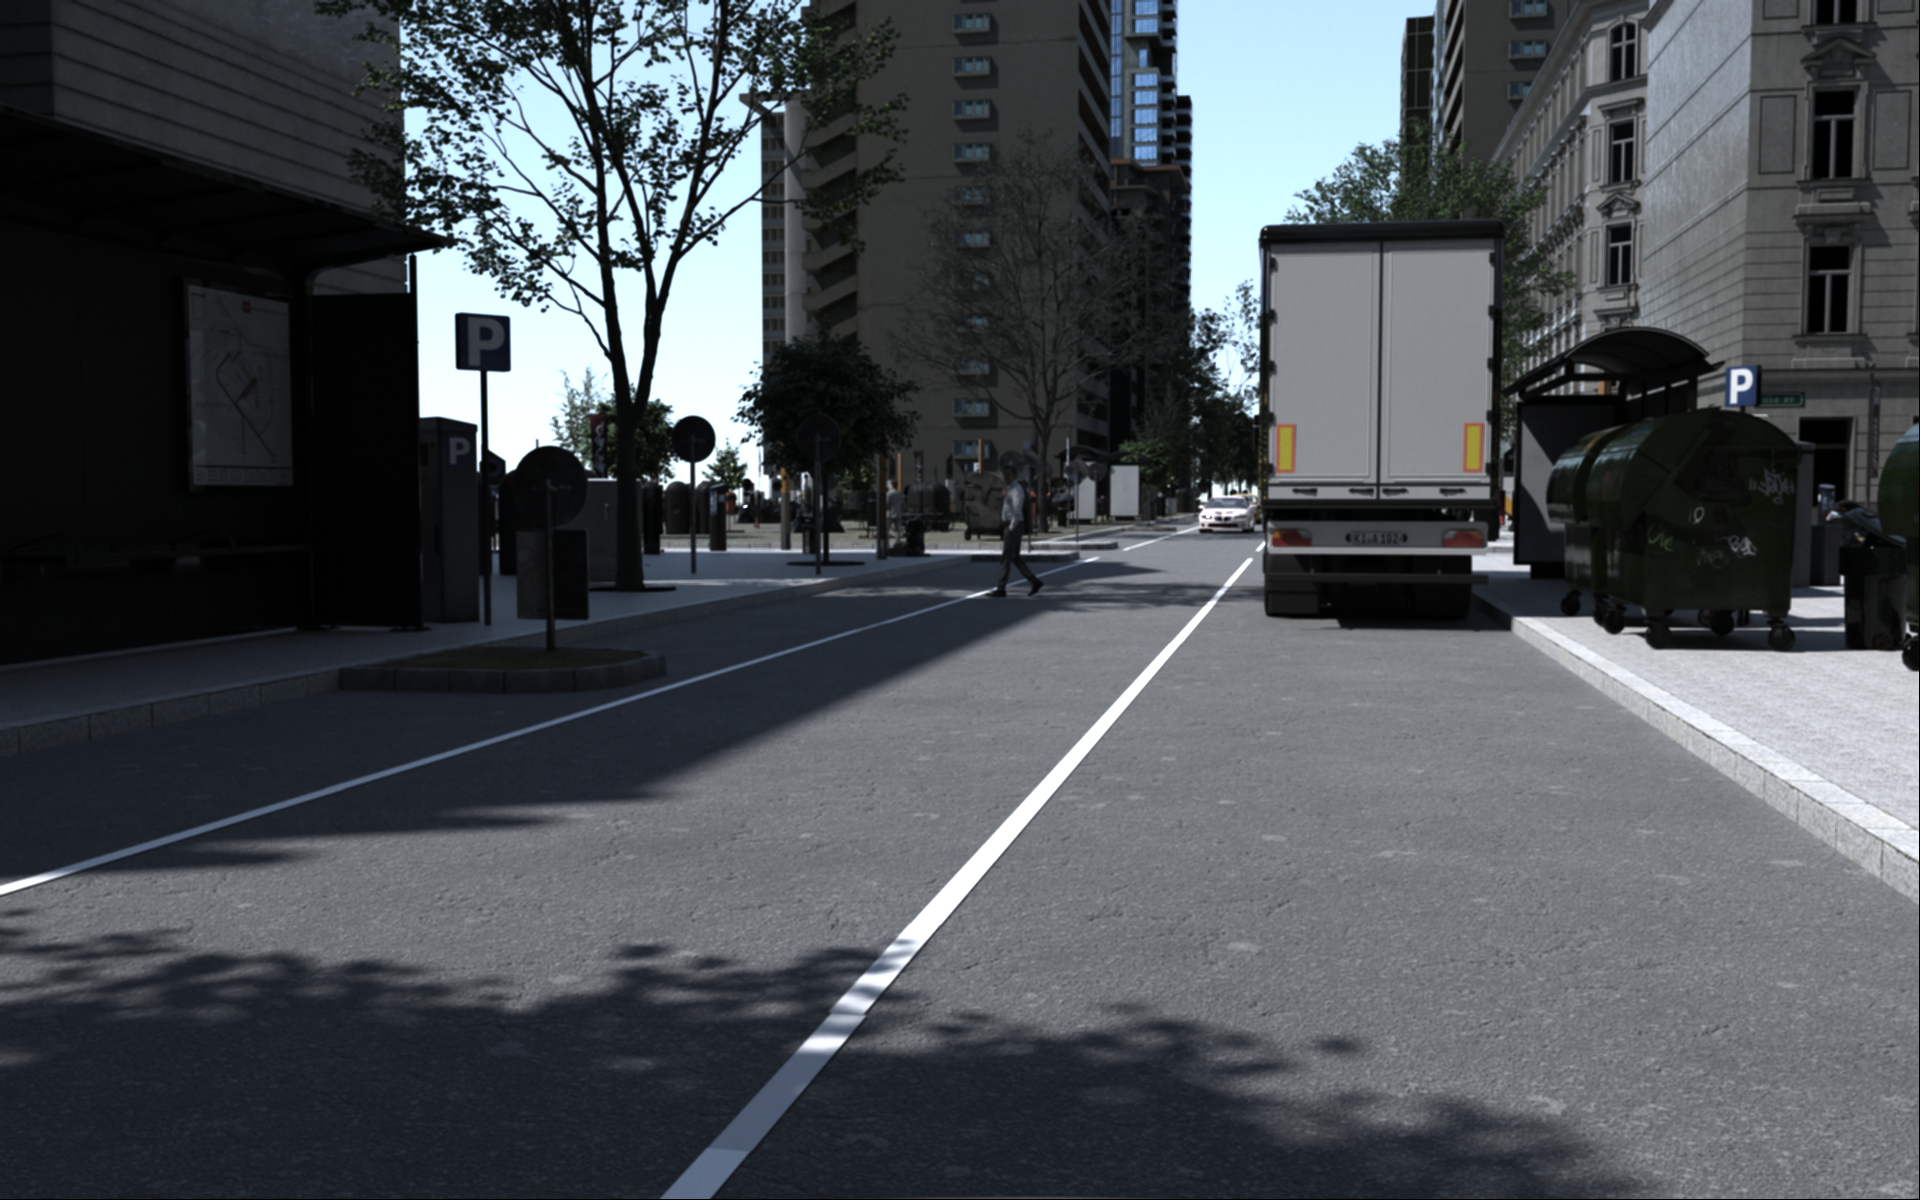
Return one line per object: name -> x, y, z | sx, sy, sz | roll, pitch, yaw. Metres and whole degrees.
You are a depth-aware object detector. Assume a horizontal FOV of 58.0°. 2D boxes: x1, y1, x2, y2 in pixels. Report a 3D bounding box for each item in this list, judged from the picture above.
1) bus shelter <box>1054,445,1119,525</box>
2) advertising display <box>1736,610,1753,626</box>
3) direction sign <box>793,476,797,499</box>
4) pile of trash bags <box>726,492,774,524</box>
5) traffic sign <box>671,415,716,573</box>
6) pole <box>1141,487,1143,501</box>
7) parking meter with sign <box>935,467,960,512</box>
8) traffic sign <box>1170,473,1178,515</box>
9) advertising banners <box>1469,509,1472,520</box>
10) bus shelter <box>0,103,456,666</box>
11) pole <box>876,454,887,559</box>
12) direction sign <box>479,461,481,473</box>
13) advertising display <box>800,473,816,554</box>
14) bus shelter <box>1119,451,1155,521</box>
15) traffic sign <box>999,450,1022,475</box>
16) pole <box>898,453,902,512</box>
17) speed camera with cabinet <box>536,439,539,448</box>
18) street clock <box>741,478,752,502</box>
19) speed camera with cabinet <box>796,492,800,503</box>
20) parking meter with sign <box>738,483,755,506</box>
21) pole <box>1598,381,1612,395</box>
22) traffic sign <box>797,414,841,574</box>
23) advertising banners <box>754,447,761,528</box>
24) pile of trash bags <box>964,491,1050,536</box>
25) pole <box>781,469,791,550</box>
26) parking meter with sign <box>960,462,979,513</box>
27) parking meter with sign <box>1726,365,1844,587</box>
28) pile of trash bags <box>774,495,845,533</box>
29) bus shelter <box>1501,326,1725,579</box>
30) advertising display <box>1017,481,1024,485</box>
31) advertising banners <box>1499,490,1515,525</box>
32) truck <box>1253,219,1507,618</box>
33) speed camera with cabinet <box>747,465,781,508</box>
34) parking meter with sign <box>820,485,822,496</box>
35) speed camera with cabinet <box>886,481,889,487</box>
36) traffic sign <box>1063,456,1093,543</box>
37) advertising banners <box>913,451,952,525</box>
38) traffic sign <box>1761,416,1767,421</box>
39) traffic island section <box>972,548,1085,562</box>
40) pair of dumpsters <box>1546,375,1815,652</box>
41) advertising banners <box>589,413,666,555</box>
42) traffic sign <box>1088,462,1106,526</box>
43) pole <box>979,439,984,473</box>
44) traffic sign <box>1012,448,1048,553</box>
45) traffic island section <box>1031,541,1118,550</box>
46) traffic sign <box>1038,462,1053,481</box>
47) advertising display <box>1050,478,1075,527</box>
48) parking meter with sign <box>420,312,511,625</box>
bus shelter -> 5.390, -4.905, 74.118 | 2.014, 3.302, 5.546 | 1, 4, 11
advertising display -> 7.800, -0.730, 17.157 | 0.123, 1.923, 0.974 | 2, 4, 29
direction sign -> -9.743, -6.749, 102.337 | 0.379, 3.537, 0.876 | -1, 4, -16
pile of trash bags -> -9.014, -4.030, 75.638 | 1.912, 1.369, 3.447 | 3, 4, 37
traffic sign -> -4.326, -1.709, 28.049 | 0.768, 2.556, 0.104 | 1, 4, 12
pole -> 11.396, -6.973, 107.844 | 0.158, 3.312, 0.155 | 0, 3, 0
parking meter with sign -> -0.448, -6.341, 99.929 | 1.738, 3.016, 0.543 | 2, 4, 24
traffic sign -> 12.535, -6.312, 103.204 | 0.884, 2.594, 0.081 | 1, 4, 19
advertising banners -> 24.314, -5.484, 85.847 | 2.074, 3.025, 0.090 | 2, 4, 23
bus shelter -> -6.095, -1.343, 13.236 | 1.731, 3.624, 6.357 | 1, 4, 11
pole -> -1.543, -2.459, 34.041 | 0.158, 3.312, 0.155 | 0, 3, 0
direction sign -> -33.070, -7.822, 119.881 | 0.379, 3.537, 0.876 | 0, 4, 7
advertising display -> -3.240, -1.959, 37.248 | 0.123, 1.923, 0.974 | -1, 4, -21
bus shelter -> 8.150, -5.481, 83.530 | 2.014, 3.302, 5.546 | 1, 4, 11
traffic sign -> 1.499, -3.087, 50.585 | 0.768, 2.556, 0.104 | 1, 4, 12
pole -> -2.998, -5.681, 86.726 | 0.158, 3.312, 0.155 | 0, 3, 0
speed camera with cabinet -> -14.432, -4.150, 62.189 | 2.038, 3.252, 0.660 | 0, 4, -2
street clock -> -9.791, -4.583, 79.508 | 0.471, 2.002, 0.358 | -1, 4, -12
speed camera with cabinet -> -10.344, -7.537, 117.559 | 0.660, 3.252, 2.038 | 2, 4, 26
parking meter with sign -> -13.275, -6.889, 108.904 | 0.543, 3.016, 1.738 | 3, 5, 41
pole -> 10.937, -2.178, 29.461 | 0.158, 3.312, 0.155 | 0, 3, 0
traffic sign -> -2.263, -1.681, 27.595 | 0.768, 2.556, 0.104 | 1, 4, 20
advertising banners -> -7.609, -4.212, 65.048 | 0.090, 3.025, 2.074 | -1, 4, -12
pile of trash bags -> 1.524, -2.690, 53.734 | 1.912, 1.369, 3.447 | -2, 4, -24
pole -> -4.003, -2.805, 39.697 | 0.158, 3.312, 0.155 | 0, 3, 0
parking meter with sign -> 0.683, -5.997, 94.310 | 0.543, 3.016, 1.738 | 1, 4, 20
parking meter with sign -> 11.430, -1.694, 23.957 | 1.738, 3.016, 0.543 | -1, 4, -22
pile of trash bags -> -5.042, -2.989, 58.621 | 1.912, 1.369, 3.447 | -1, 4, -13
bus shelter -> 8.703, -1.820, 23.674 | 2.014, 3.302, 5.546 | 1, 4, 11
advertising display -> 3.243, -4.905, 85.406 | 0.974, 1.923, 0.123 | 1, 4, 23
advertising banners -> 22.202, -4.586, 71.162 | 2.074, 3.025, 0.090 | 2, 4, 34
truck -> 5.327, -2.107, 23.371 | 2.839, 4.237, 11.283 | 1, 4, 10
speed camera with cabinet -> -11.143, -6.376, 98.588 | 2.038, 3.252, 0.660 | -1, 4, -20
parking meter with sign -> -6.662, -5.148, 80.436 | 0.543, 3.016, 1.738 | 1, 4, 15
speed camera with cabinet -> -4.725, -7.723, 120.600 | 0.660, 3.252, 2.038 | 1, 4, 18
traffic sign -> 3.091, -2.564, 45.564 | 0.795, 2.450, 0.064 | 1, 4, 11
advertising banners -> -1.130, -4.576, 71.001 | 2.074, 3.025, 0.090 | -3, 5, -42
traffic sign -> 10.117, -1.244, 22.462 | 0.606, 2.300, 0.079 | 1, 4, 14
traffic island section -> 1.494, -0.949, 37.801 | 2.009, 0.180, 2.903 | 1, 4, 11
pair of dumpsters -> 6.568, -0.834, 16.128 | 1.574, 2.255, 4.437 | 1, 4, 11
advertising banners -> -7.171, -2.505, 37.149 | 2.074, 3.025, 0.090 | 2, 4, 32
traffic sign -> 5.482, -4.265, 69.833 | 0.768, 2.556, 0.104 | 1, 4, 18
pole -> 0.800, -4.321, 64.492 | 0.158, 3.312, 0.155 | 0, 3, 0
traffic sign -> 1.518, -2.085, 37.735 | 0.795, 2.450, 0.064 | 1, 4, 11
traffic island section -> 3.067, -1.428, 45.631 | 2.009, 0.180, 2.903 | 1, 4, 11
traffic sign -> 3.261, -4.146, 67.892 | 0.768, 2.556, 0.104 | 1, 4, 21
advertising display -> 4.035, -3.853, 68.207 | 0.974, 1.923, 0.123 | 0, 4, 2
parking meter with sign -> -5.188, -1.297, 17.467 | 0.543, 3.016, 1.738 | -3, 5, -43
